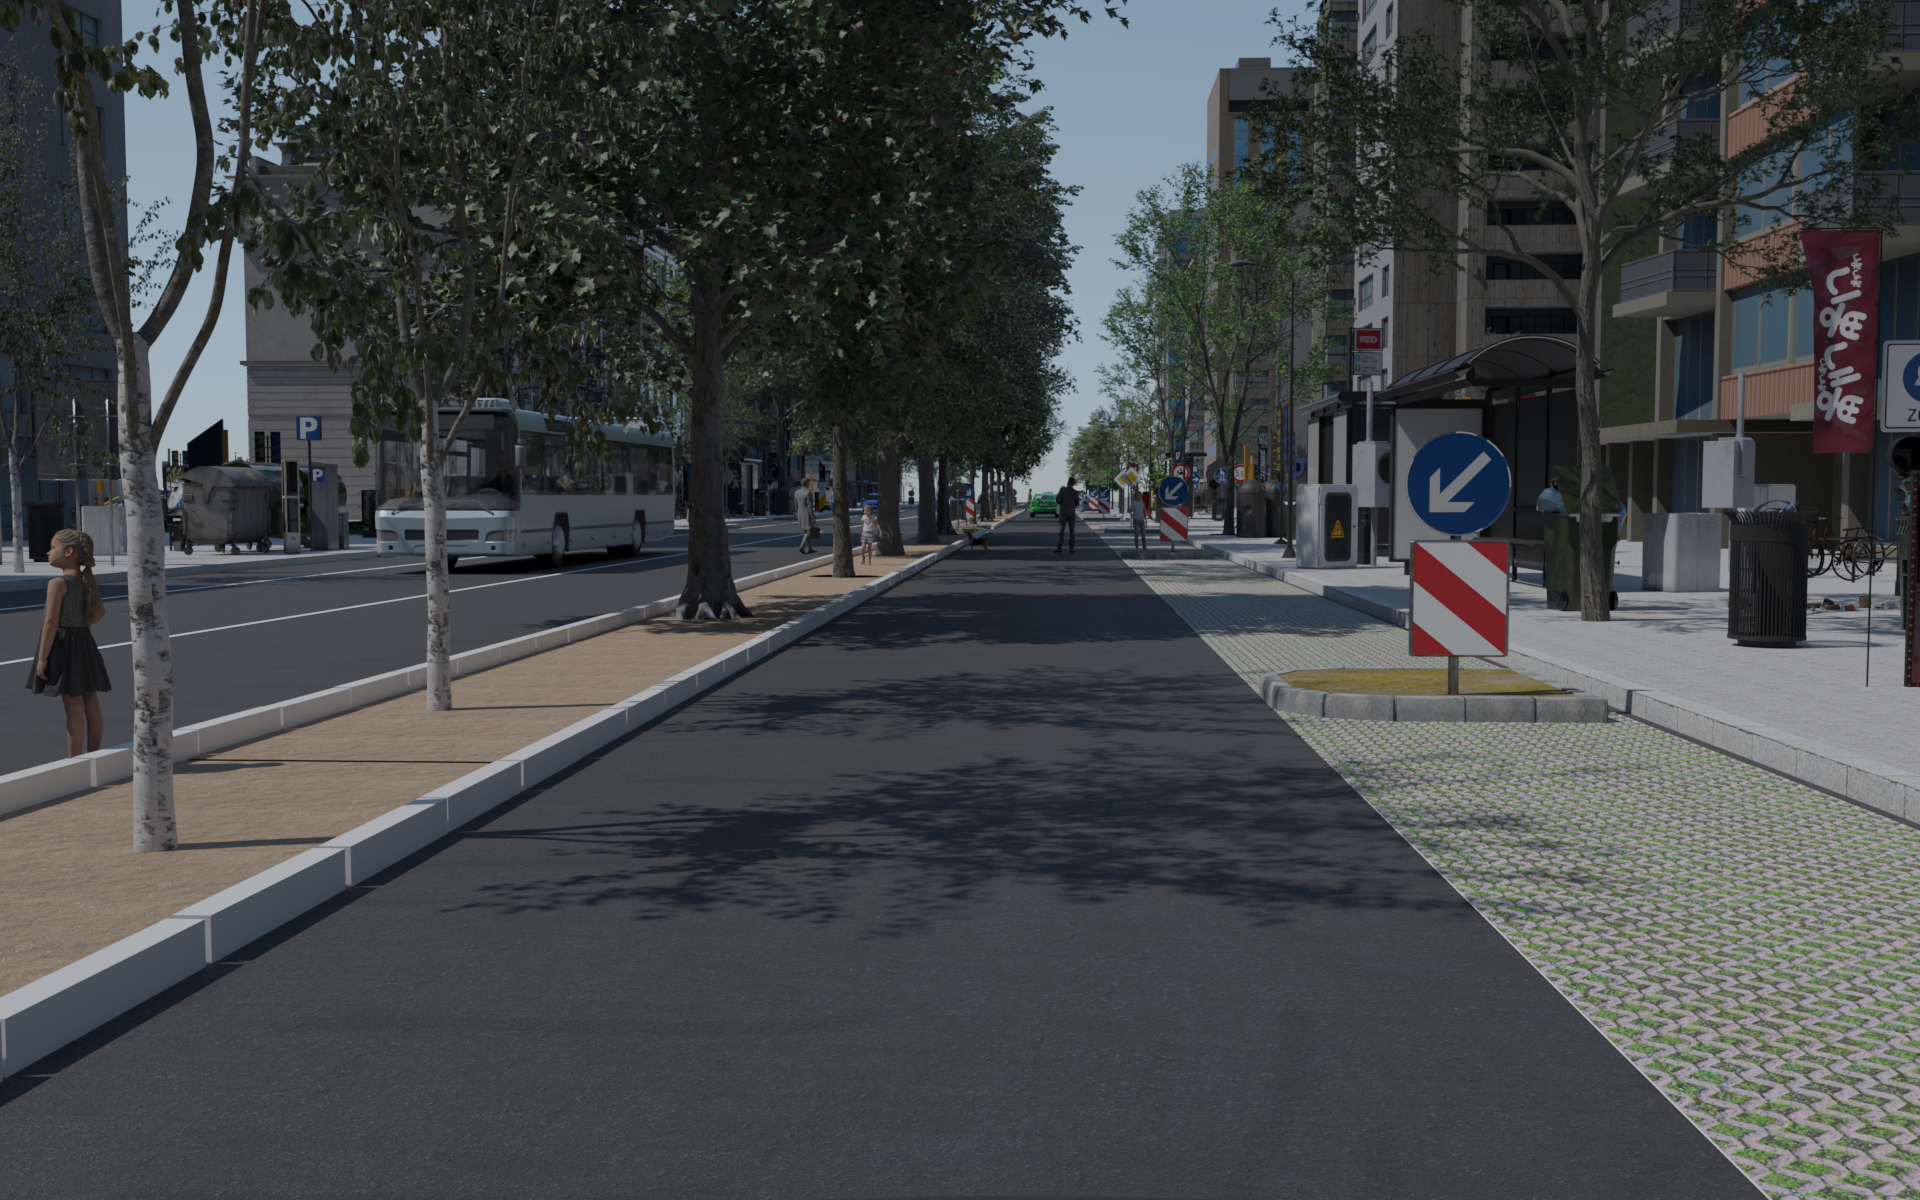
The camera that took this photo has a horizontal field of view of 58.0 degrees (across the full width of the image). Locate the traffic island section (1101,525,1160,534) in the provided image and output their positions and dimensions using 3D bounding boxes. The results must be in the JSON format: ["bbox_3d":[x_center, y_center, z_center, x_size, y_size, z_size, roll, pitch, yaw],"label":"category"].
[{"bbox_3d":[6.325,-2.541,63.820,2.009,0.180,2.903,0,4,3],"label":"traffic island section"}]

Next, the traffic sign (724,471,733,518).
[{"bbox_3d":[-12.504,-5.662,92.682,0.768,2.556,0.104,1,4,13],"label":"traffic sign"}]

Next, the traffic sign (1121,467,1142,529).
[{"bbox_3d":[6.302,-3.676,63.744,0.795,2.450,0.064,0,4,3],"label":"traffic sign"}]

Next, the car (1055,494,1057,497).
[{"bbox_3d":[6.862,-7.422,131.143,2.009,1.686,4.222,0,4,4],"label":"car"}]

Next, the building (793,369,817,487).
[{"bbox_3d":[-27.986,-32.853,191.768,22.147,44.769,28.867,0,4,3],"label":"building"}]

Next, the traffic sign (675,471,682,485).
[{"bbox_3d":[-10.765,-3.735,64.713,0.795,2.450,0.064,0,4,3],"label":"traffic sign"}]

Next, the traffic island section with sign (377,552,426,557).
[{"bbox_3d":[-12.175,-1.926,40.114,1.989,1.847,2.006,0,4,3],"label":"traffic island section with sign"}]

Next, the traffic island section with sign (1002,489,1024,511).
[{"bbox_3d":[4.489,-8.483,146.835,2.006,1.907,1.989,0,4,3],"label":"traffic island section with sign"}]

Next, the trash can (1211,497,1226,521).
[{"bbox_3d":[12.326,-4.342,82.639,0.748,1.137,0.748,0,3,0],"label":"trash can"}]

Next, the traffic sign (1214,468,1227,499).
[{"bbox_3d":[12.795,-5.164,84.534,0.768,2.556,0.104,1,4,12],"label":"traffic sign"}]

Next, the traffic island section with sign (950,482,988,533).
[{"bbox_3d":[-0.107,-3.442,64.417,2.006,1.907,1.989,0,4,3],"label":"traffic island section with sign"}]

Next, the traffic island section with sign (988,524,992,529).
[{"bbox_3d":[0.315,-3.895,71.812,2.006,1.907,1.989,0,4,3],"label":"traffic island section with sign"}]

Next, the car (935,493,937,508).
[{"bbox_3d":[-2.074,-9.229,159.926,2.155,1.783,4.494,0,4,2],"label":"car"}]

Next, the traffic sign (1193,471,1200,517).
[{"bbox_3d":[13.093,-5.942,97.264,0.768,2.556,0.104,1,4,12],"label":"traffic sign"}]

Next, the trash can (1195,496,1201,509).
[{"bbox_3d":[18.635,-7.612,136.103,0.748,1.137,0.748,0,3,0],"label":"trash can"}]

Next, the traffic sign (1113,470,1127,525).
[{"bbox_3d":[6.746,-4.164,71.717,0.795,2.450,0.064,0,4,3],"label":"traffic sign"}]

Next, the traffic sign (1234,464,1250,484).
[{"bbox_3d":[12.037,-4.543,74.381,0.768,2.556,0.104,1,4,11],"label":"traffic sign"}]

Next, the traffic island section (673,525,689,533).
[{"bbox_3d":[-10.789,-2.599,64.776,2.009,0.180,2.903,0,4,3],"label":"traffic island section"}]

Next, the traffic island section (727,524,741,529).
[{"bbox_3d":[-10.344,-3.087,72.748,2.009,0.180,2.903,0,4,3],"label":"traffic island section"}]

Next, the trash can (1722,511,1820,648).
[{"bbox_3d":[6.811,-0.180,14.596,0.748,1.137,0.748,0,3,0],"label":"trash can"}]

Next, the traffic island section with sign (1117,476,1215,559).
[{"bbox_3d":[4.609,-1.837,38.667,1.989,1.847,2.006,0,4,3],"label":"traffic island section with sign"}]

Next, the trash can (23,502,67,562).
[{"bbox_3d":[-17.283,-1.290,32.750,0.748,1.137,0.748,0,3,0],"label":"trash can"}]

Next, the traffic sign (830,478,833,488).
[{"bbox_3d":[-10.043,-8.375,137.044,0.768,2.556,0.104,1,4,13],"label":"traffic sign"}]

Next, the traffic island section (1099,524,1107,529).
[{"bbox_3d":[6.770,-3.028,71.793,2.009,0.180,2.903,0,4,3],"label":"traffic island section"}]

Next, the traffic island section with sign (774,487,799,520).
[{"bbox_3d":[-9.096,-5.301,95.304,1.989,1.847,2.006,0,4,3],"label":"traffic island section with sign"}]

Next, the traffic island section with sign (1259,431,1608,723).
[{"bbox_3d":[3.093,-0.191,11.755,1.989,1.847,2.006,0,4,3],"label":"traffic island section with sign"}]

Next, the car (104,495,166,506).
[{"bbox_3d":[-34.000,-3.714,70.944,3.980,1.641,2.015,0,4,4],"label":"car"}]

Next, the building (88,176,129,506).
[{"bbox_3d":[-54.505,-14.744,90.211,18.267,20.994,9.793,0,4,3],"label":"building"}]

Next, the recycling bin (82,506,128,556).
[{"bbox_3d":[-17.891,-1.450,36.266,0.722,1.027,0.722,-1,4,-10],"label":"recycling bin"}]

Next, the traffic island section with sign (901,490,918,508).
[{"bbox_3d":[-4.797,-10.013,172.342,1.989,1.847,2.006,0,4,3],"label":"traffic island section with sign"}]

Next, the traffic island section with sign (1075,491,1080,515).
[{"bbox_3d":[9.181,-6.867,120.899,1.989,1.847,2.006,0,4,3],"label":"traffic island section with sign"}]

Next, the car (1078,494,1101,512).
[{"bbox_3d":[9.857,-7.191,129.577,2.014,1.417,4.499,0,4,1],"label":"car"}]

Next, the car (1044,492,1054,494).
[{"bbox_3d":[13.731,-15.899,268.626,2.281,1.827,5.304,0,4,4],"label":"car"}]

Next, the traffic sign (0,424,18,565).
[{"bbox_3d":[-17.413,-1.910,31.337,0.768,2.556,0.104,0,4,3],"label":"traffic sign"}]

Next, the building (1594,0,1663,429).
[{"bbox_3d":[27.925,-19.274,86.830,14.107,30.474,14.160,0,4,3],"label":"building"}]

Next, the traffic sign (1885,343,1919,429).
[{"bbox_3d":[6.450,-0.578,11.587,0.606,2.300,0.079,0,4,6],"label":"traffic sign"}]

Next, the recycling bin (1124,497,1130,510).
[{"bbox_3d":[13.067,-7.624,137.205,0.722,1.027,0.722,1,4,21],"label":"recycling bin"}]

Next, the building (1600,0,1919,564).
[{"bbox_3d":[27.099,-23.336,36.172,22.147,44.769,28.867,0,4,3],"label":"building"}]

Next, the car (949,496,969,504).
[{"bbox_3d":[-0.020,-7.424,133.744,2.083,1.381,4.827,0,4,2],"label":"car"}]

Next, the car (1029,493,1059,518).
[{"bbox_3d":[5.204,-5.956,106.172,1.959,1.807,4.718,0,4,4],"label":"car"}]

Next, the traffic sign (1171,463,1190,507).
[{"bbox_3d":[9.174,-4.401,72.057,0.768,2.556,0.104,1,4,10],"label":"traffic sign"}]

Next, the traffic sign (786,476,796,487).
[{"bbox_3d":[-12.175,-7.599,124.344,0.768,2.556,0.104,0,4,4],"label":"traffic sign"}]

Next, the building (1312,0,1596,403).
[{"bbox_3d":[27.637,-20.207,102.078,14.160,30.474,14.107,0,4,3],"label":"building"}]

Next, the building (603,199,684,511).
[{"bbox_3d":[-27.482,-19.812,121.190,12.463,27.353,25.104,0,4,3],"label":"building"}]

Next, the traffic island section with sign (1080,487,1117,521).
[{"bbox_3d":[7.673,-5.212,93.841,1.989,1.847,2.006,0,4,3],"label":"traffic island section with sign"}]

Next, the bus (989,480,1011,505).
[{"bbox_3d":[5.149,-13.553,216.451,2.948,3.499,13.247,0,4,2],"label":"bus"}]

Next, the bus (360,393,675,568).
[{"bbox_3d":[-8.786,-2.538,36.350,2.948,3.499,13.247,0,4,4],"label":"bus"}]

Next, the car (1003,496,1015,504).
[{"bbox_3d":[7.217,-15.396,260.758,2.155,1.783,4.494,0,4,2],"label":"car"}]

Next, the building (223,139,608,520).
[{"bbox_3d":[-28.661,-15.566,96.298,13.314,21.916,24.055,0,4,3],"label":"building"}]

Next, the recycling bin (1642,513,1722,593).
[{"bbox_3d":[9.524,-0.631,22.872,0.722,1.027,0.722,-1,4,-12],"label":"recycling bin"}]

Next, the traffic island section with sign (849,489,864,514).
[{"bbox_3d":[-7.572,-6.967,122.532,1.989,1.847,2.006,0,4,3],"label":"traffic island section with sign"}]

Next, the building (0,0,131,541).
[{"bbox_3d":[-31.948,-22.244,47.280,14.086,41.232,14.154,0,4,3],"label":"building"}]

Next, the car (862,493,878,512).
[{"bbox_3d":[-6.617,-7.668,134.959,1.945,1.707,3.694,0,4,4],"label":"car"}]

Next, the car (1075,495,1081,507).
[{"bbox_3d":[12.626,-10.145,178.450,1.945,1.354,3.894,0,4,4],"label":"car"}]

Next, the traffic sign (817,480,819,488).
[{"bbox_3d":[-10.023,-7.533,125.294,0.606,2.300,0.079,0,4,8],"label":"traffic sign"}]

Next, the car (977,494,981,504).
[{"bbox_3d":[3.576,-15.351,260.767,2.009,1.686,4.222,0,4,5],"label":"car"}]

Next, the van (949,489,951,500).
[{"bbox_3d":[-0.616,-11.497,192.358,2.240,2.365,5.245,0,4,4],"label":"van"}]

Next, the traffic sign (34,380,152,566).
[{"bbox_3d":[-15.487,-2.268,30.955,2.265,3.308,0.079,1,4,8],"label":"traffic sign"}]

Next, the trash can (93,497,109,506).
[{"bbox_3d":[-40.215,-4.254,81.204,0.748,1.137,0.748,0,3,0],"label":"trash can"}]
